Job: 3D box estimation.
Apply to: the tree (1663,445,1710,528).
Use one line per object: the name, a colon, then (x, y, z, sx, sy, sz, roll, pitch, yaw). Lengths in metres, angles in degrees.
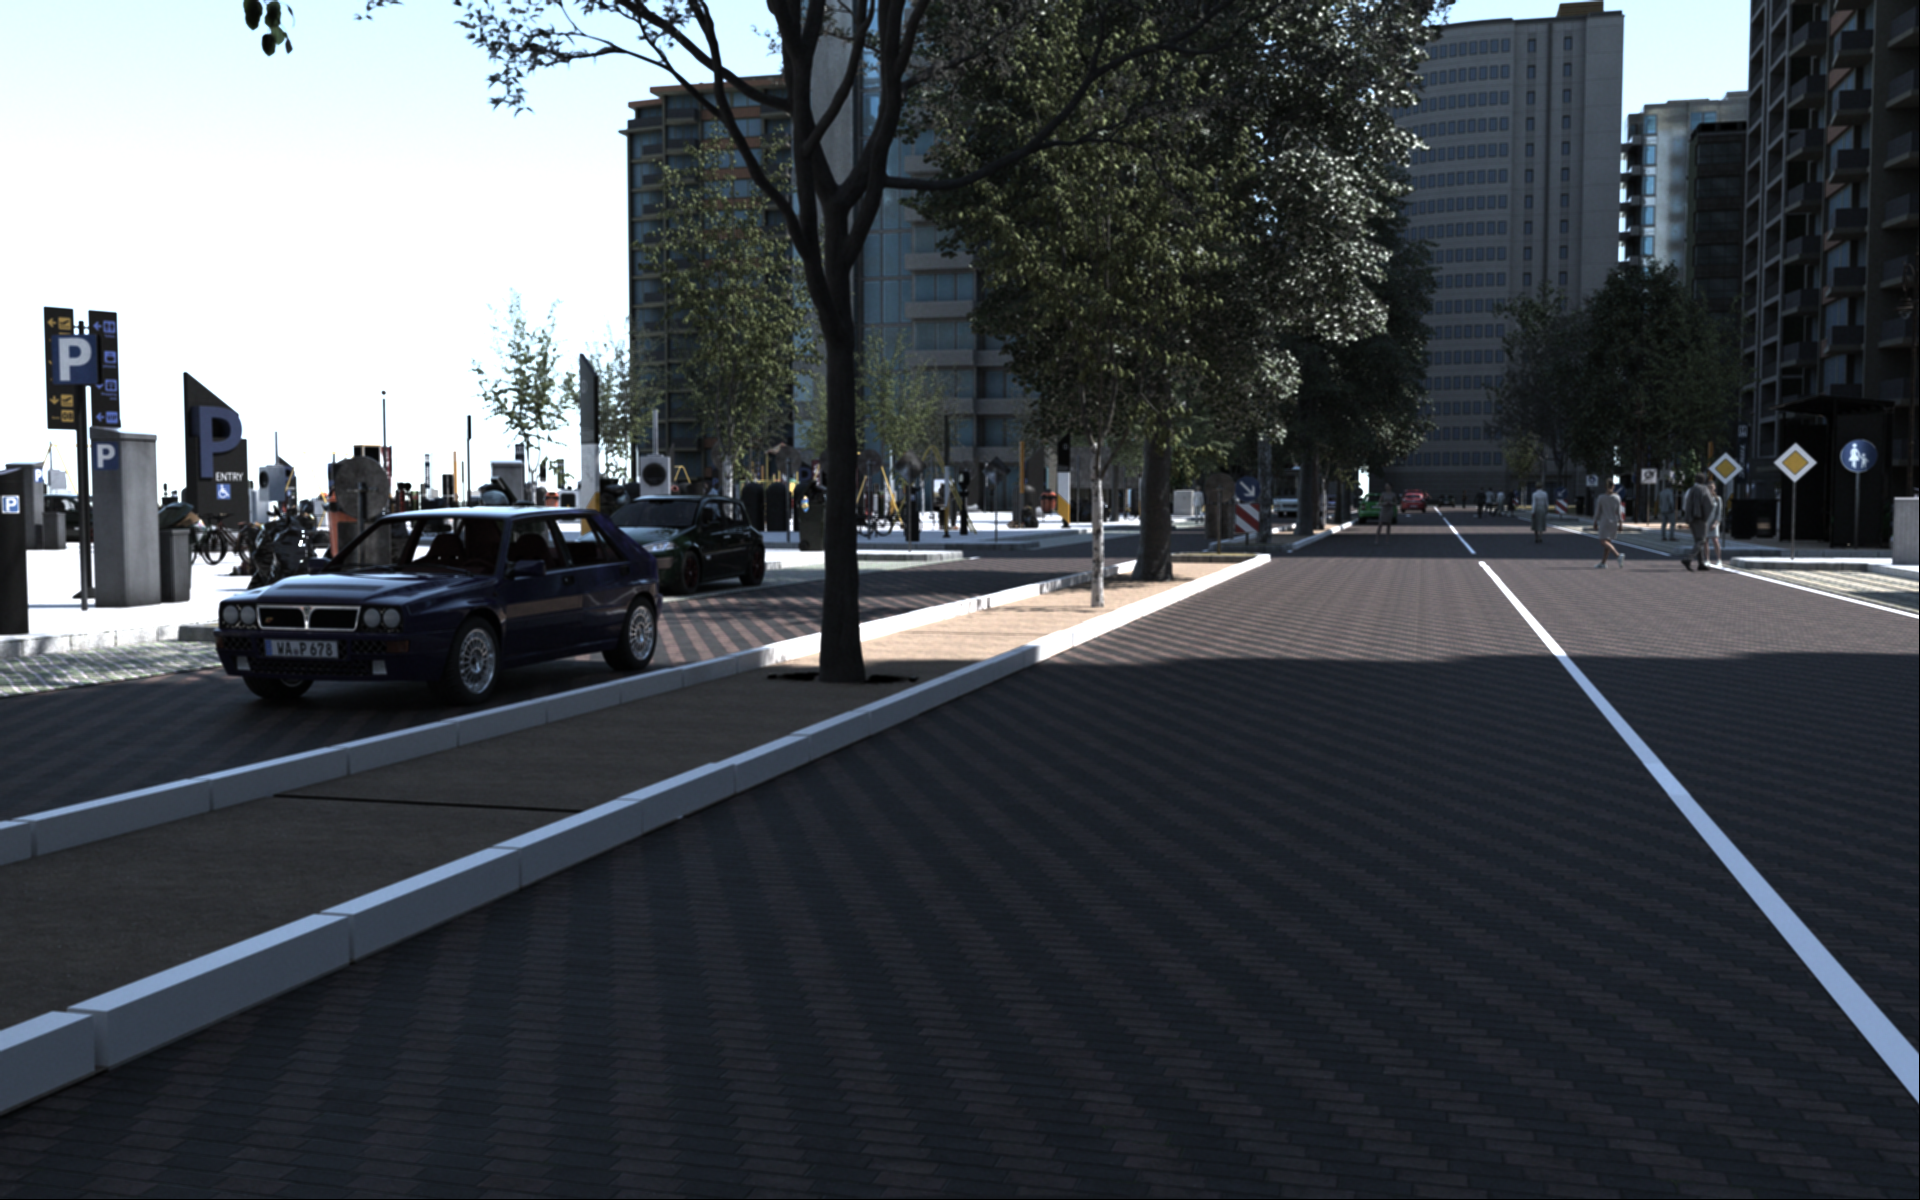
tree: (28.204, -4.405, 66.629, 1.663, 3.219, 1.824, 0, 3, 0)

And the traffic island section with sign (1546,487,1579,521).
traffic island section with sign: (31.922, -5.126, 92.439, 1.989, 1.847, 2.006, 1, 4, 15)

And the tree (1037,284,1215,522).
tree: (7.212, -9.934, 80.544, 7.486, 12.596, 7.792, 0, 3, 0)

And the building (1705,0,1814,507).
building: (63.853, -41.515, 117.023, 20.563, 71.187, 20.611, 1, 4, 15)

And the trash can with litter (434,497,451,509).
trash can with litter: (-17.388, -2.815, 57.418, 0.624, 1.170, 1.055, 1, 4, 9)

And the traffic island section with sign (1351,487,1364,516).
traffic island section with sign: (26.758, -6.624, 116.444, 2.006, 1.907, 1.989, 1, 4, 15)

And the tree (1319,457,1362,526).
tree: (16.193, -7.575, 76.665, 4.737, 8.622, 4.395, 0, 3, 0)

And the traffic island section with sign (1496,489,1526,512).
traffic island section with sign: (44.569, -8.018, 139.715, 1.989, 1.847, 2.006, 1, 4, 15)

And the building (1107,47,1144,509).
building: (10.082, -31.176, 159.840, 14.600, 45.320, 14.200, 1, 4, 15)

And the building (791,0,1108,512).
building: (0.233, -31.784, 139.284, 23.786, 49.044, 30.456, 1, 4, 15)

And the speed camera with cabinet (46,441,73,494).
speed camera with cabinet: (-33.115, -4.245, 63.743, 0.660, 3.252, 2.038, -2, 4, -35)

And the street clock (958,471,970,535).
street clock: (0.121, -3.045, 54.361, 0.358, 2.002, 0.471, -1, 4, -23)

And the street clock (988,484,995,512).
street clock: (2.230, -7.111, 120.827, 0.471, 2.002, 0.358, 2, 4, 26)

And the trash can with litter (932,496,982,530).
trash can with litter: (-0.224, -3.157, 62.676, 1.678, 1.210, 2.233, -1, 4, -13)

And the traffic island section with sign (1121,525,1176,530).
traffic island section with sign: (7.629, -3.729, 69.593, 1.989, 1.847, 2.006, 1, 4, 15)

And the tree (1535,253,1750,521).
tree: (32.622, -10.146, 82.890, 9.611, 12.733, 9.660, 0, 3, 0)

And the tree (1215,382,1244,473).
tree: (14.212, -11.396, 104.454, 7.486, 12.596, 7.792, 0, 3, 0)

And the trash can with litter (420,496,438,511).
trash can with litter: (-16.615, -2.564, 52.984, 2.233, 1.210, 1.678, 0, 4, -8)

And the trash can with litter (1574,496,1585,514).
trash can with litter: (39.707, -6.096, 111.057, 0.624, 1.170, 1.055, 1, 4, 20)

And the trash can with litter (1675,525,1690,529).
trash can with litter: (27.253, -3.256, 64.298, 2.233, 1.210, 1.678, -1, 4, -16)

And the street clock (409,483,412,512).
street clock: (-34.082, -6.258, 106.883, 0.358, 2.002, 0.471, 3, 5, 44)

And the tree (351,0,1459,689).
tree: (-0.911, -6.107, 12.676, 12.009, 13.543, 11.850, 0, 3, 0)

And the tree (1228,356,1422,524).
tree: (18.425, -9.507, 83.656, 9.928, 11.665, 9.643, 0, 3, 0)

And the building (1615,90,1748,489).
building: (94.069, -35.991, 208.064, 30.456, 49.044, 23.786, 1, 4, 15)

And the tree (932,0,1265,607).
tree: (1.711, -4.190, 21.334, 4.737, 8.622, 4.395, 0, 3, 0)

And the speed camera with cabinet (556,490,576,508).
speed camera with cabinet: (-16.443, -4.958, 75.398, 2.038, 3.252, 0.660, 0, 4, 3)

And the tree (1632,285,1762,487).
tree: (25.800, -6.715, 60.160, 4.737, 8.622, 4.395, 0, 3, 0)

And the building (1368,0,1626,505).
building: (65.307, -41.086, 213.757, 28.212, 58.520, 21.231, 1, 4, 15)

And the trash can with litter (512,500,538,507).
trash can with litter: (-7.552, -1.178, 30.640, 0.624, 1.170, 1.055, 1, 4, 17)

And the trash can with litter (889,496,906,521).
trash can with litter: (-3.032, -4.287, 81.486, 1.055, 1.170, 0.624, -1, 4, -12)

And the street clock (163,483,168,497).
street clock: (-51.894, -6.642, 113.165, 0.358, 2.002, 0.471, -1, 4, -18)

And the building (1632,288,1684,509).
building: (77.110, -19.019, 155.992, 27.650, 21.520, 28.899, 1, 4, 15)

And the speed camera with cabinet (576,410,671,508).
speed camera with cabinet: (-7.801, -2.816, 40.382, 2.038, 3.252, 0.660, 0, 4, -5)

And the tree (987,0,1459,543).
tree: (7.502, -11.645, 48.735, 12.611, 20.169, 13.585, 0, 3, 0)

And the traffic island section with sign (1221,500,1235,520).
traffic island section with sign: (14.800, -5.368, 96.397, 1.989, 1.847, 2.006, 1, 4, 15)

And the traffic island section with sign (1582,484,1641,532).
traffic island section with sign: (24.889, -3.519, 66.171, 1.989, 1.847, 2.006, 1, 4, 15)

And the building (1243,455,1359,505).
building: (43.174, -27.310, 218.226, 14.107, 30.474, 14.160, 1, 4, 15)

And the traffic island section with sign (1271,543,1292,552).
traffic island section with sign: (7.342, -2.184, 43.847, 2.006, 1.907, 1.989, 1, 4, 15)

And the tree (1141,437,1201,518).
tree: (11.309, -6.712, 93.449, 4.285, 4.588, 4.351, 0, 3, 0)

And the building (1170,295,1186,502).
building: (15.987, -24.941, 179.485, 14.107, 30.474, 14.160, 1, 4, 15)

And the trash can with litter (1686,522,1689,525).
trash can with litter: (30.735, -3.714, 72.118, 1.055, 1.170, 0.624, 2, 4, 26)

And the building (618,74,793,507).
building: (-19.713, -32.380, 184.044, 28.867, 44.769, 22.147, 1, 4, 15)

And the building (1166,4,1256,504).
building: (26.568, -48.026, 223.480, 20.611, 71.187, 20.563, 1, 4, 15)

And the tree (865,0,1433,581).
tree: (3.214, -7.297, 28.412, 9.857, 13.997, 8.962, 0, 3, 0)

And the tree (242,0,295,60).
tree: (-2.965, -3.170, 4.648, 4.360, 8.622, 3.978, 0, 3, 0)

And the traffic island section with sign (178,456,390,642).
traffic island section with sign: (-6.341, -0.535, 17.374, 1.989, 1.847, 2.006, 1, 4, 15)

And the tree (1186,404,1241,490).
tree: (16.772, -10.089, 115.320, 4.360, 8.622, 3.978, 0, 3, 0)

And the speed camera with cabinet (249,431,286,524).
speed camera with cabinet: (-22.028, -3.685, 54.579, 2.038, 3.252, 0.660, 3, 5, 41)

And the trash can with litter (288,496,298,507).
trash can with litter: (-30.356, -4.170, 79.239, 2.233, 1.210, 1.678, 2, 4, 31)

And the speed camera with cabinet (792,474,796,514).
speed camera with cabinet: (-10.765, -7.200, 112.058, 0.660, 3.252, 2.038, 0, 4, 7)

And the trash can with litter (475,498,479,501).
trash can with litter: (-14.119, -2.483, 51.989, 0.624, 1.170, 1.055, -3, 4, -38)

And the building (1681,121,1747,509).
building: (64.164, -22.288, 136.117, 14.160, 30.474, 14.107, 1, 4, 15)

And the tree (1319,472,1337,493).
tree: (22.230, -9.051, 100.797, 4.360, 8.622, 3.978, 0, 3, 0)

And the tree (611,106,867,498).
tree: (-4.337, -5.117, 34.024, 4.737, 8.622, 4.395, 0, 3, 0)

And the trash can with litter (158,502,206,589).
trash can with litter: (-10.546, -0.701, 22.853, 0.624, 1.170, 1.055, 1, 4, 21)

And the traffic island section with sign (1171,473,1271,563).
traffic island section with sign: (5.418, -1.747, 36.694, 2.006, 1.907, 1.989, 1, 4, 15)

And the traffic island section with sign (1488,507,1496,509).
traffic island section with sign: (51.546, -9.610, 165.755, 1.989, 1.847, 2.006, 1, 4, 15)

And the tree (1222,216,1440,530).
tree: (14.184, -9.149, 69.050, 9.611, 12.733, 9.660, 0, 3, 0)

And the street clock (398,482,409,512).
street clock: (-33.659, -6.103, 104.346, 0.358, 2.002, 0.471, 1, 4, 23)
